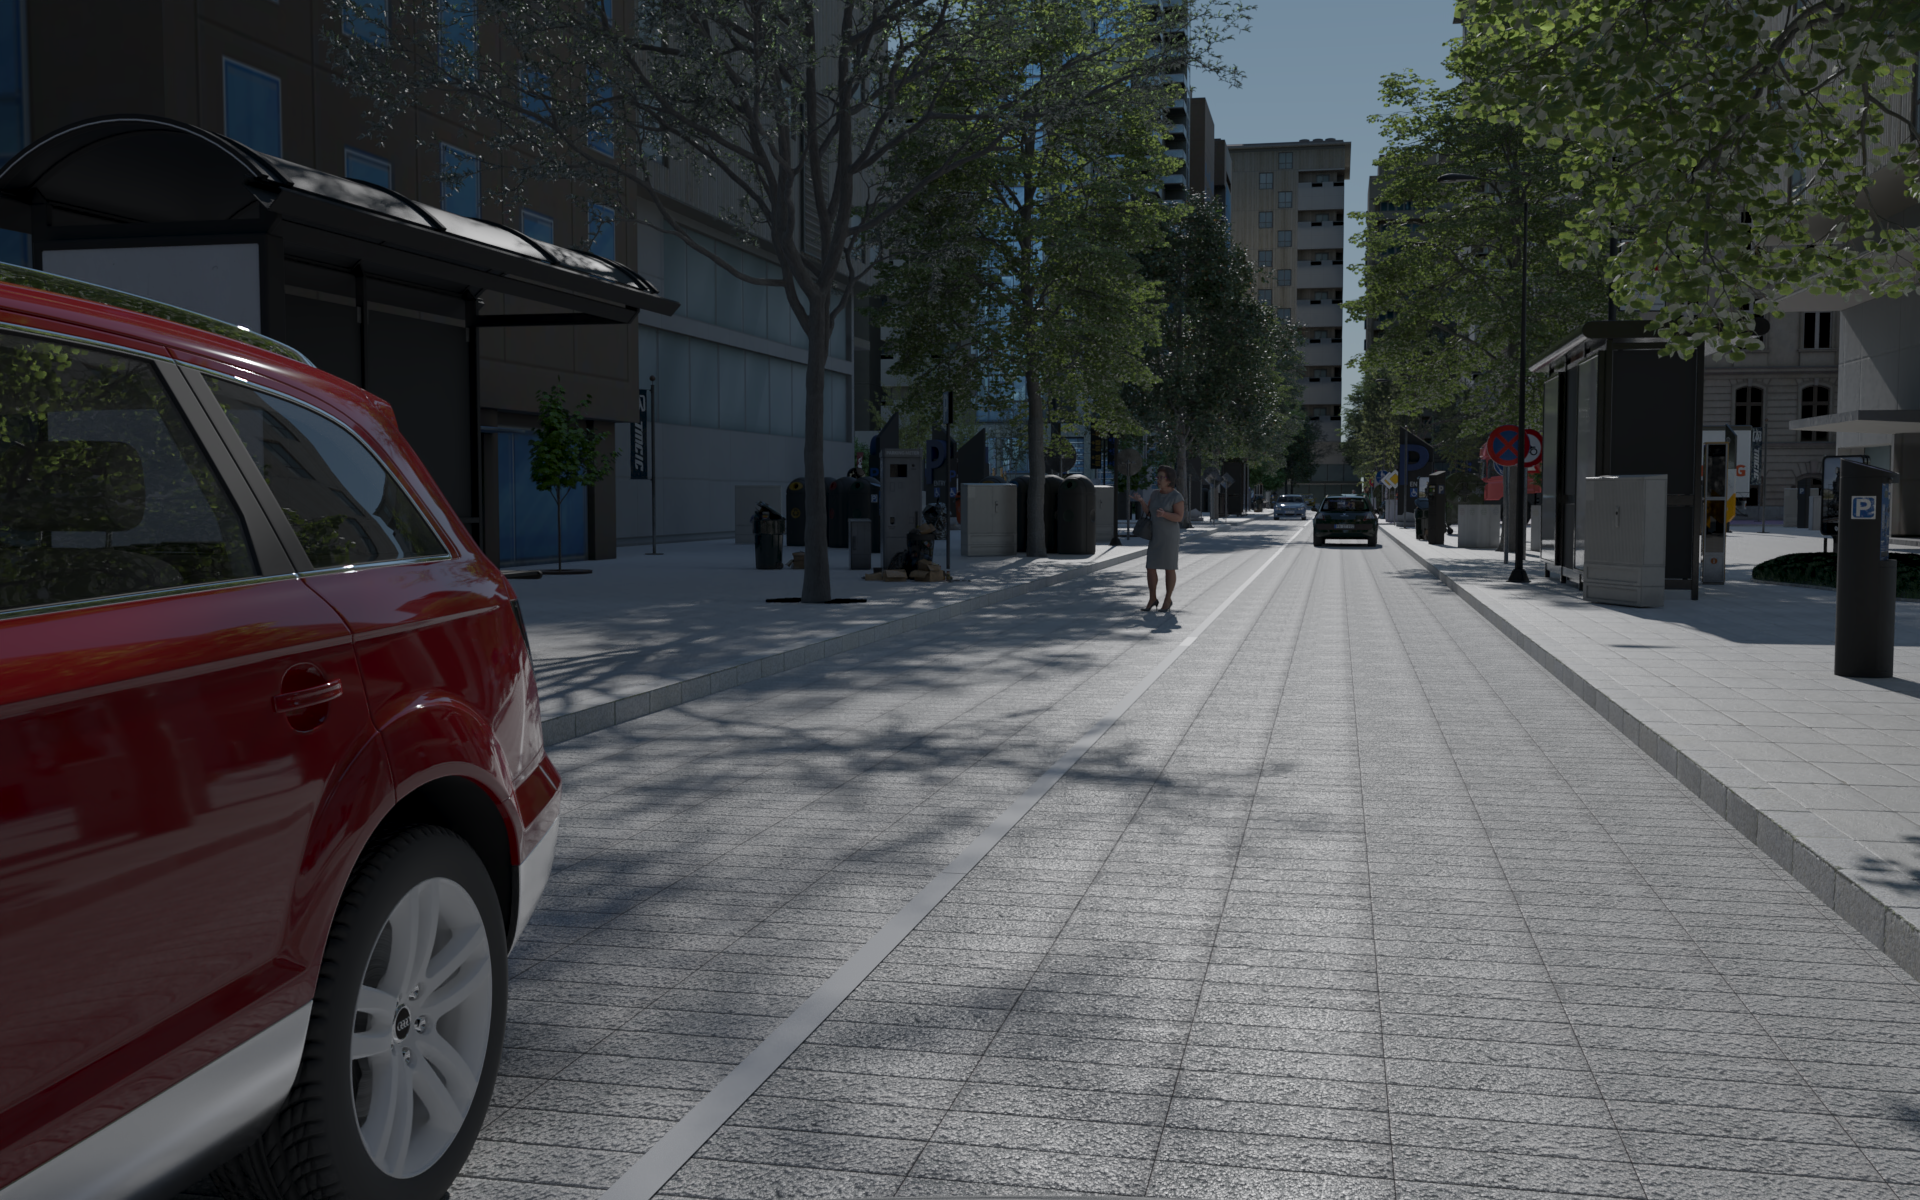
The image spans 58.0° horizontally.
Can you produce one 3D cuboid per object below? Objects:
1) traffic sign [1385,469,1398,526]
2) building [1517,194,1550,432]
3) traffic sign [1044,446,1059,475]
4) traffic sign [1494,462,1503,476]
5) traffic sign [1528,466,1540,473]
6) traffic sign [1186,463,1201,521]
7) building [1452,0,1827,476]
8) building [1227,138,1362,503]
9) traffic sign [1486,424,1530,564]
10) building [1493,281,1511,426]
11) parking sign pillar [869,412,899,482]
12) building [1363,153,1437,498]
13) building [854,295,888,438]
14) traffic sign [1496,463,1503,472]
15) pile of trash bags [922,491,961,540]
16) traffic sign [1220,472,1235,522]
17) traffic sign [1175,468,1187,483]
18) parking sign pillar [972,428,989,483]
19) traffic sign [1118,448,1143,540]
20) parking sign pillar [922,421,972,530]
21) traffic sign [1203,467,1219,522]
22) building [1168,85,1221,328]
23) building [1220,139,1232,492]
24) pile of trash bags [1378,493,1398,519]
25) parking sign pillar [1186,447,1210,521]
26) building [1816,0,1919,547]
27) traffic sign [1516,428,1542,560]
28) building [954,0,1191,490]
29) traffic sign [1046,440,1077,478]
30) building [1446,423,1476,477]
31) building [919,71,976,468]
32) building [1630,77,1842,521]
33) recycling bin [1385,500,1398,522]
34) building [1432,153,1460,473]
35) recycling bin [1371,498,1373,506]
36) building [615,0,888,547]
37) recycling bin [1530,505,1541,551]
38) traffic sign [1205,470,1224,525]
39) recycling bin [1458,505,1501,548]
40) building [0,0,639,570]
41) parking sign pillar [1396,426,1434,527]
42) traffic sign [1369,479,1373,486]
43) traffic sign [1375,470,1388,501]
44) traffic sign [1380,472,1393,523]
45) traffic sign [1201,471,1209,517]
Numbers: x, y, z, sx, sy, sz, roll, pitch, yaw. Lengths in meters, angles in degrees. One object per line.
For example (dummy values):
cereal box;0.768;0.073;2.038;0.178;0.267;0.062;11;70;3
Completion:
traffic sign;17.576;-4.058;69.989;0.795;2.450;0.064;1;4;12
building;39.132;-15.659;105.173;9.793;20.994;18.267;1;4;12
traffic sign;2.419;-2.788;45.690;0.768;2.556;0.104;1;4;18
traffic sign;15.787;-3.052;50.013;0.768;2.556;0.104;1;4;13
traffic sign;14.348;-2.707;44.264;0.884;2.594;0.081;1;4;20
traffic sign;9.566;-4.404;72.003;0.884;2.594;0.081;1;4;20
building;61.891;-35.128;163.582;28.713;52.752;27.495;1;4;12
building;45.754;-40.835;256.892;27.495;52.752;28.713;1;4;12
traffic sign;10.031;-1.935;31.738;0.768;2.556;0.104;1;4;16
building;47.751;-19.052;130.588;14.460;24.649;34.723;1;4;12
parking sign pillar;-2.461;-4.137;56.116;1.447;3.967;1.447;2;4;26
building;68.854;-38.168;247.745;21.600;48.544;21.300;1;4;12
building;-20.590;-36.522;220.843;21.600;48.544;21.300;1;4;12
traffic sign;13.781;-2.645;43.349;0.768;2.556;0.104;1;4;20
pile of trash bags;-0.889;-2.342;48.038;3.447;1.369;1.912;3;5;42
traffic sign;12.201;-4.630;79.348;0.795;2.450;0.064;1;4;12
traffic sign;10.006;-4.869;79.615;0.884;2.594;0.081;1;4;16
parking sign pillar;0.555;-5.051;71.062;1.447;3.967;1.447;3;4;36
traffic sign;4.679;-2.937;48.121;0.768;2.556;0.104;1;4;13
parking sign pillar;-0.663;-4.480;61.722;1.447;3.967;1.447;-3;4;-37
traffic sign;11.592;-4.890;80.050;0.768;2.556;0.104;1;4;19
building;20.785;-33.225;193.337;14.600;45.320;14.200;1;4;12
building;26.056;-34.576;215.430;14.200;45.320;14.600;1;4;12
pile of trash bags;22.232;-4.777;87.859;1.912;1.369;3.447;1;4;10
parking sign pillar;10.814;-5.710;81.823;1.447;3.967;1.447;-3;5;-43
building;33.895;-27.265;35.014;28.713;52.752;27.495;1;4;12
traffic sign;10.978;-2.052;33.649;0.768;2.556;0.104;1;4;15
building;12.466;-52.485;170.800;22.319;86.520;31.000;1;4;12
traffic sign;2.376;-2.494;40.889;0.768;2.556;0.104;1;4;21
building;63.387;-45.831;187.592;20.563;71.187;20.611;1;4;12
building;4.079;-38.105;212.251;27.495;52.752;28.713;1;4;12
building;47.916;-16.362;86.610;34.723;24.649;14.460;1;4;12
recycling bin;19.959;-4.092;79.456;0.722;1.027;0.722;2;4;28
building;63.537;-31.963;206.193;14.154;41.232;14.086;1;4;12
recycling bin;29.376;-6.775;123.331;0.722;1.027;0.722;2;4;28
building;-18.123;-28.347;52.710;27.495;52.752;28.713;1;4;12
recycling bin;13.315;-1.609;38.855;0.722;1.027;0.722;-2;4;-24
traffic sign;10.501;-4.153;71.545;0.795;2.450;0.064;1;4;12
recycling bin;12.424;-1.768;41.465;0.722;1.027;0.722;-2;4;-26
building;-14.642;-23.104;27.855;14.600;45.320;14.200;1;4;12
parking sign pillar;17.832;-4.852;67.801;1.447;3.967;1.447;1;4;23
traffic sign;28.761;-7.342;120.145;0.768;2.556;0.104;1;4;21
traffic sign;22.575;-5.651;92.504;0.768;2.556;0.104;1;4;19
traffic sign;19.275;-4.535;77.792;0.795;2.450;0.064;1;4;12
traffic sign;13.693;-6.008;98.231;0.884;2.594;0.081;1;4;17
